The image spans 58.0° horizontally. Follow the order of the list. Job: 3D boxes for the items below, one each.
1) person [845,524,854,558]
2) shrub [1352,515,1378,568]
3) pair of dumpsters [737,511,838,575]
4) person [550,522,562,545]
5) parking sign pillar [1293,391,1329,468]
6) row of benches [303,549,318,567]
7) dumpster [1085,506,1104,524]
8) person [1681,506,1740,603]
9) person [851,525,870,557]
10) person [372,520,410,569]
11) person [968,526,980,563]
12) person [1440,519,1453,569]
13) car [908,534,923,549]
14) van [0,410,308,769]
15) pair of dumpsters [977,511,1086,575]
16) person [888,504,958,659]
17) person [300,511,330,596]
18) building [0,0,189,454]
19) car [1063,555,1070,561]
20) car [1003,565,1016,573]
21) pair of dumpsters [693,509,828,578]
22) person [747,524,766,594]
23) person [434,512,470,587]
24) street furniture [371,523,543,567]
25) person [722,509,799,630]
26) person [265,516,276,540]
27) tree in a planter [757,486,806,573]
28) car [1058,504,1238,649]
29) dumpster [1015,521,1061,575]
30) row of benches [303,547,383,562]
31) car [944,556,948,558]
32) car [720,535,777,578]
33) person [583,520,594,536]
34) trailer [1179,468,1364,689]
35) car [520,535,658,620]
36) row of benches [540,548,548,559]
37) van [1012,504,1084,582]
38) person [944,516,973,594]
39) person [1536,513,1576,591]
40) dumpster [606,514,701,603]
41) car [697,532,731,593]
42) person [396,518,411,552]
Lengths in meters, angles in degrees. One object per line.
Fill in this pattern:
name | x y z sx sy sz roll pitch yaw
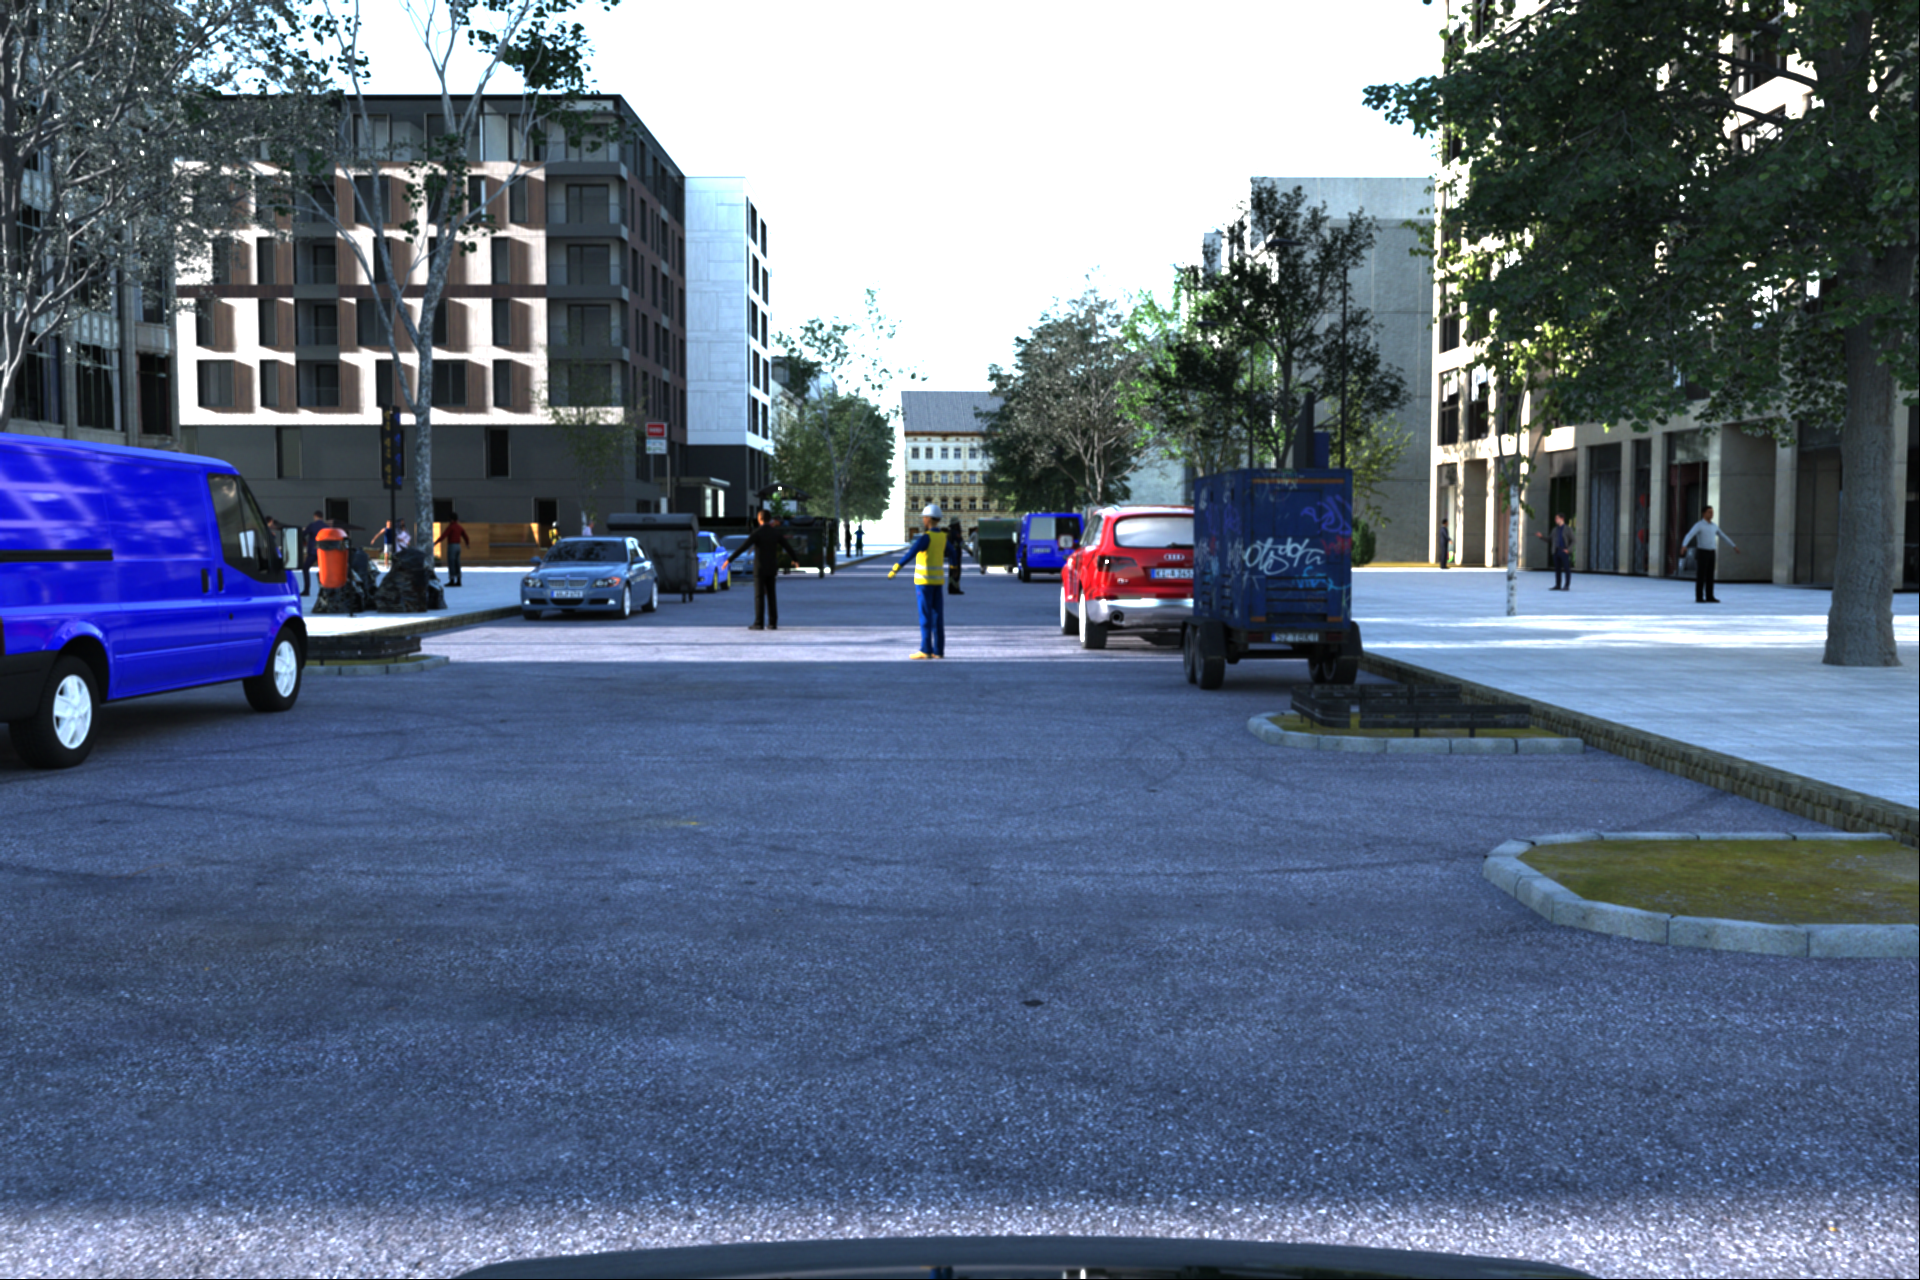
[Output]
person | -6.071 -5.438 94.843 0.705 1.837 1.347 -1 4 -15
shrub | 15.165 -3.786 66.328 1.690 2.028 1.600 0 3 0
pair of dumpsters | -6.543 -3.446 61.298 4.436 2.255 1.574 0 4 -1
person | -18.687 -4.557 80.274 0.705 1.858 1.354 -2 4 -34
parking sign pillar | 6.750 -2.752 33.464 1.447 3.967 1.447 0 4 0
row of benches | -26.005 -3.276 69.020 1.422 0.672 4.104 -1 4 -17
dumpster | 2.858 -1.140 26.859 1.865 1.857 1.264 0 4 -1
person | 14.003 -1.608 32.441 1.344 1.810 0.704 -1 4 -19
person | -5.751 -5.657 98.619 1.347 1.817 0.704 -2 4 -24
person | -20.731 -3.476 62.996 1.345 1.807 0.704 -2 4 -32
person | 0.818 -4.663 84.884 0.705 1.806 1.347 3 5 43
person | 17.614 -3.475 62.859 0.704 1.823 1.345 0 4 2
car | -2.788 -7.088 127.681 2.131 1.459 4.920 0 4 0
van | -6.363 -0.480 12.234 2.240 2.365 5.245 0 4 -1
pair of dumpsters | 2.825 -3.460 61.522 4.436 2.255 1.574 0 4 0
person | -0.397 -0.675 19.963 0.721 1.772 1.216 3 4 37
person | -13.458 -1.805 36.000 0.568 1.767 0.683 3 4 37
building | -32.971 -13.780 41.959 14.369 24.946 33.146 0 4 1
car | 2.934 -1.357 31.982 2.009 1.686 4.222 0 4 0
car | 2.583 -3.459 65.343 1.959 1.807 4.718 0 4 -1
pair of dumpsters | -6.524 -3.142 56.321 4.436 2.255 1.574 0 4 0
person | -4.736 -1.940 40.980 0.721 1.733 1.217 1 4 17
person | -12.389 -2.214 42.301 0.704 1.816 1.345 2 4 24
street furniture | -20.867 -3.942 71.305 11.010 1.723 9.812 -2 4 -28
person | -2.945 -1.061 26.022 1.346 1.802 0.704 -3 5 -39
person | -16.312 -2.071 40.830 0.530 1.710 0.541 -1 4 -18
tree in a planter | -6.772 -4.116 64.521 1.991 3.239 1.994 0 4 0
car | 2.490 -0.881 23.079 2.281 1.827 5.304 0 4 -1
dumpster | 2.775 -3.097 58.851 1.865 1.857 1.264 0 4 -1
row of benches | -28.788 -3.950 80.041 4.104 0.672 1.422 0 4 1
car | -0.879 -4.982 93.815 2.083 1.381 4.827 0 4 -1
car | -6.501 -2.436 51.826 2.014 1.417 4.499 0 3 0
person | -11.140 -2.765 52.184 0.436 1.711 0.756 -1 4 -16
trailer | 2.884 -0.609 17.009 1.471 1.999 3.904 0 4 -1
car | -6.456 -1.135 30.567 2.014 1.417 4.499 0 4 0
row of benches | -17.514 -3.780 77.274 4.104 0.672 1.422 -1 4 -19
van | 2.758 -2.967 52.895 2.240 2.365 5.245 0 4 -2
person | -0.101 -2.019 41.240 0.705 1.856 1.354 -2 4 -28
person | 13.512 -2.003 39.324 0.750 1.759 0.617 -1 4 -18
dumpster | -6.424 -1.717 36.293 1.865 1.857 1.264 0 4 0
car | -6.757 -2.055 43.186 1.945 1.707 3.694 0 3 0
person | -15.941 -2.611 49.403 0.621 1.740 0.551 1 4 12
